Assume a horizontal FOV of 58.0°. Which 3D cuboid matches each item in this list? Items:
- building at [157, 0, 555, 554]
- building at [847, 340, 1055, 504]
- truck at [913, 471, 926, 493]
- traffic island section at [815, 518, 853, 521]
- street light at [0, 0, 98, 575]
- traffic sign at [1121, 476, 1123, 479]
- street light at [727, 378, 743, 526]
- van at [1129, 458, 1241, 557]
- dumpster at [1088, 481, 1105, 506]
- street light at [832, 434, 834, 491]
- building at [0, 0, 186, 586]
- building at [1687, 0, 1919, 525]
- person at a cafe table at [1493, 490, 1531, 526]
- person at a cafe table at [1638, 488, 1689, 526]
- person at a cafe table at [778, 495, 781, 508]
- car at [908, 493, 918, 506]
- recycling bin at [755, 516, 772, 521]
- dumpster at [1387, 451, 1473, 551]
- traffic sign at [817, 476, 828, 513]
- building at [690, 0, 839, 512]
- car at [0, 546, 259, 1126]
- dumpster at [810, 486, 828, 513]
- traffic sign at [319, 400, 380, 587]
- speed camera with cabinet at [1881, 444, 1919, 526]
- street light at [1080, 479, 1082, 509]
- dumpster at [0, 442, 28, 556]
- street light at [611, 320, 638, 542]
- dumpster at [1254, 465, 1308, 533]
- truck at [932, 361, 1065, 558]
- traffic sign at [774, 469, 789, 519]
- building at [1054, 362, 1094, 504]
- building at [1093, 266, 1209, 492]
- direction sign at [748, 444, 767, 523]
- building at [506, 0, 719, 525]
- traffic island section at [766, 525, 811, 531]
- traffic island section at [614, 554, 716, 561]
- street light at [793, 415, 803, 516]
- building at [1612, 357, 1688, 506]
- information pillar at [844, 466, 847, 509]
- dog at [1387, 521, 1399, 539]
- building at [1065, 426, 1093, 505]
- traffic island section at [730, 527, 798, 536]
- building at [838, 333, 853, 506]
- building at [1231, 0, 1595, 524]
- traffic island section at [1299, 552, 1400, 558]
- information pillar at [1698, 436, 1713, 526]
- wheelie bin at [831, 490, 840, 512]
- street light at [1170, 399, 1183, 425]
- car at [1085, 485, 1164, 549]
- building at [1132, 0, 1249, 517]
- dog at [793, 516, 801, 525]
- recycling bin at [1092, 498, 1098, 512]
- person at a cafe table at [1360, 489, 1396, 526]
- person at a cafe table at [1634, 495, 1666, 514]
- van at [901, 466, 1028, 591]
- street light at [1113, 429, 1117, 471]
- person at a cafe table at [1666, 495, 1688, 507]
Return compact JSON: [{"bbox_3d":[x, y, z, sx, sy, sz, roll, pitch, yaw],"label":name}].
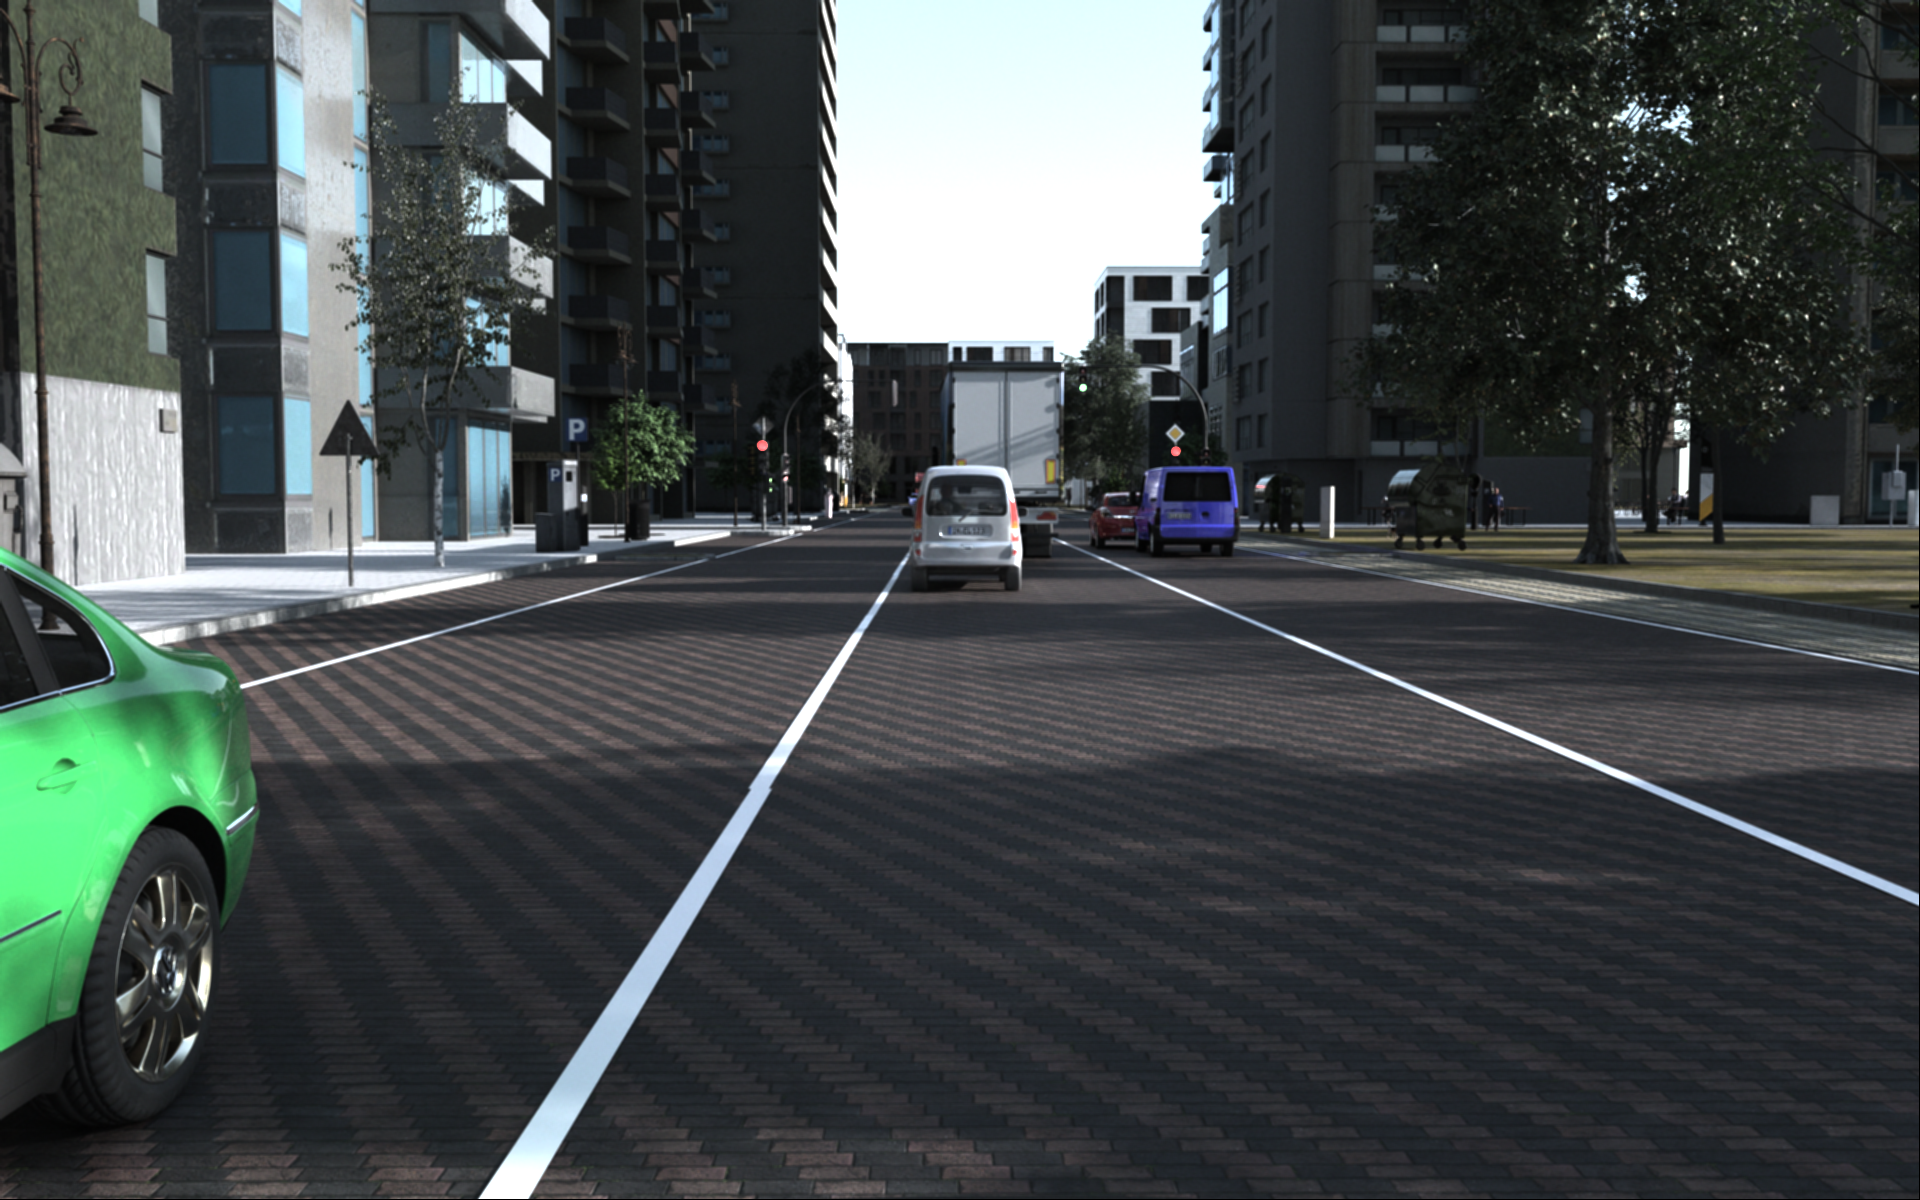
[{"bbox_3d":[-27.251,-26.042,45.400,30.456,49.044,23.786,0,4,0],"label":"building"},{"bbox_3d":[-3.828,-24.462,243.929,32.646,21.610,27.936,0,4,0],"label":"building"},{"bbox_3d":[-4.103,-13.685,212.666,2.839,4.237,11.283,0,4,1],"label":"truck"},{"bbox_3d":[-6.864,-4.394,94.714,1.991,0.108,1.994,0,4,0],"label":"traffic island section"},{"bbox_3d":[-8.634,-2.658,16.239,0.468,5.910,1.993,0,4,0],"label":"street light"},{"bbox_3d":[10.155,-6.820,111.611,0.768,2.556,0.104,0,4,7],"label":"traffic sign"},{"bbox_3d":[-9.010,-5.908,69.377,0.468,5.910,1.993,0,4,0],"label":"street light"},{"bbox_3d":[5.288,-2.243,41.063,2.240,2.365,5.245,0,4,0],"label":"van"},{"bbox_3d":[10.271,-7.641,127.425,1.502,2.255,1.985,0,4,0],"label":"dumpster"},{"bbox_3d":[-9.479,-9.553,128.982,0.468,5.910,1.993,0,4,0],"label":"street light"},{"bbox_3d":[-19.340,-15.176,19.835,14.160,30.474,14.107,0,4,0],"label":"building"},{"bbox_3d":[46.570,-27.913,80.074,21.600,48.544,21.300,0,4,0],"label":"building"},{"bbox_3d":[22.081,-3.789,70.463,1.622,1.524,1.698,-1,4,-9],"label":"person at a cafe table"},{"bbox_3d":[29.214,-3.847,71.411,1.622,1.524,1.698,-2,4,-31],"label":"person at a cafe table"},{"bbox_3d":[-12.019,-6.066,110.036,1.726,1.238,1.698,1,4,8],"label":"person at a cafe table"},{"bbox_3d":[-4.930,-11.419,196.294,1.945,1.707,3.694,0,4,-2],"label":"car"},{"bbox_3d":[-9.360,-4.270,82.374,0.722,1.027,0.722,-1,4,-17],"label":"recycling bin"},{"bbox_3d":[10.876,-2.299,40.088,1.502,2.255,1.985,0,4,0],"label":"dumpster"},{"bbox_3d":[-9.277,-7.106,116.296,0.768,2.556,0.104,0,4,5],"label":"traffic sign"},{"bbox_3d":[-20.557,-31.005,130.638,21.300,48.544,21.600,0,4,0],"label":"building"},{"bbox_3d":[-2.694,0.378,2.611,1.959,1.807,4.718,0,4,0],"label":"car"},{"bbox_3d":[-9.593,-6.868,118.049,1.264,1.857,1.865,0,4,-1],"label":"dumpster"},{"bbox_3d":[-8.454,-1.466,23.976,0.884,2.594,0.081,1,4,9],"label":"traffic sign"},{"bbox_3d":[37.974,-4.577,69.169,2.038,3.252,0.660,0,4,1],"label":"speed camera with cabinet"},{"bbox_3d":[10.068,-10.469,143.948,0.468,5.910,1.993,0,4,0],"label":"street light"},{"bbox_3d":[-8.615,-0.504,14.003,1.264,1.857,1.865,0,4,-1],"label":"dumpster"},{"bbox_3d":[-8.889,-4.481,46.060,0.468,5.910,1.993,0,4,0],"label":"street light"},{"bbox_3d":[10.780,-3.406,58.174,1.502,2.255,1.985,0,4,-1],"label":"dumpster"},{"bbox_3d":[0.796,-3.257,42.170,2.839,4.237,11.283,0,4,-2],"label":"truck"},{"bbox_3d":[-9.155,-5.428,88.862,0.768,2.556,0.104,0,4,4],"label":"traffic sign"},{"bbox_3d":[18.224,-23.384,238.755,11.380,20.091,16.016,0,4,0],"label":"building"},{"bbox_3d":[26.952,-20.047,171.737,27.936,21.610,32.646,0,4,0],"label":"building"},{"bbox_3d":[-9.088,-5.243,77.726,0.876,3.537,0.379,0,4,5],"label":"direction sign"},{"bbox_3d":[-24.022,-26.307,84.749,22.147,44.769,28.867,0,4,0],"label":"building"},{"bbox_3d":[-7.006,-2.866,69.144,2.009,0.180,2.903,0,4,0],"label":"traffic island section"},{"bbox_3d":[-6.446,-0.938,38.196,1.991,0.108,1.994,0,4,0],"label":"traffic island section"},{"bbox_3d":[-9.250,-7.728,99.142,0.468,5.910,1.993,0,4,0],"label":"street light"},{"bbox_3d":[63.482,-21.992,203.547,32.646,21.610,27.936,0,4,0],"label":"building"},{"bbox_3d":[-9.521,-9.352,144.258,0.183,3.616,0.504,1,4,11],"label":"information pillar"},{"bbox_3d":[12.565,-2.033,50.065,0.540,0.507,0.406,2,4,28],"label":"dog"},{"bbox_3d":[17.688,-16.005,203.827,9.099,9.664,28.070,0,4,0],"label":"building"},{"bbox_3d":[-6.948,-2.378,61.160,2.009,0.180,2.903,0,4,0],"label":"traffic island section"},{"bbox_3d":[-18.915,-21.627,210.022,11.380,20.091,16.016,0,4,0],"label":"building"},{"bbox_3d":[20.727,-24.259,80.236,14.086,41.232,14.154,0,4,0],"label":"building"},{"bbox_3d":[8.805,-1.020,39.550,1.991,0.108,1.994,0,4,0],"label":"traffic island section"},{"bbox_3d":[29.894,-4.771,69.366,0.504,3.616,0.183,2,4,24],"label":"information pillar"},{"bbox_3d":[-9.178,-7.296,127.204,0.693,1.594,0.980,0,4,4],"label":"wheelie bin"},{"bbox_3d":[10.492,-6.803,84.012,0.468,5.910,1.993,0,4,0],"label":"street light"},{"bbox_3d":[4.468,-2.302,46.672,2.155,1.783,4.494,0,4,1],"label":"car"},{"bbox_3d":[24.179,-48.871,111.710,22.319,86.520,31.000,0,4,0],"label":"building"},{"bbox_3d":[-7.019,-3.367,74.338,0.406,0.507,0.540,-1,4,-17],"label":"dog"},{"bbox_3d":[9.989,-6.835,124.313,0.722,1.027,0.722,-2,4,-29],"label":"recycling bin"},{"bbox_3d":[17.467,-3.818,70.935,1.698,1.524,1.622,2,4,31],"label":"person at a cafe table"},{"bbox_3d":[44.366,-6.185,111.992,1.698,1.238,1.726,3,4,36],"label":"person at a cafe table"},{"bbox_3d":[0.076,-1.224,27.024,2.013,2.044,4.112,0,4,0],"label":"van"},{"bbox_3d":[10.263,-8.648,114.182,0.468,5.910,1.993,0,4,0],"label":"street light"},{"bbox_3d":[48.677,-6.555,118.035,1.726,1.238,1.698,1,4,10],"label":"person at a cafe table"}]
